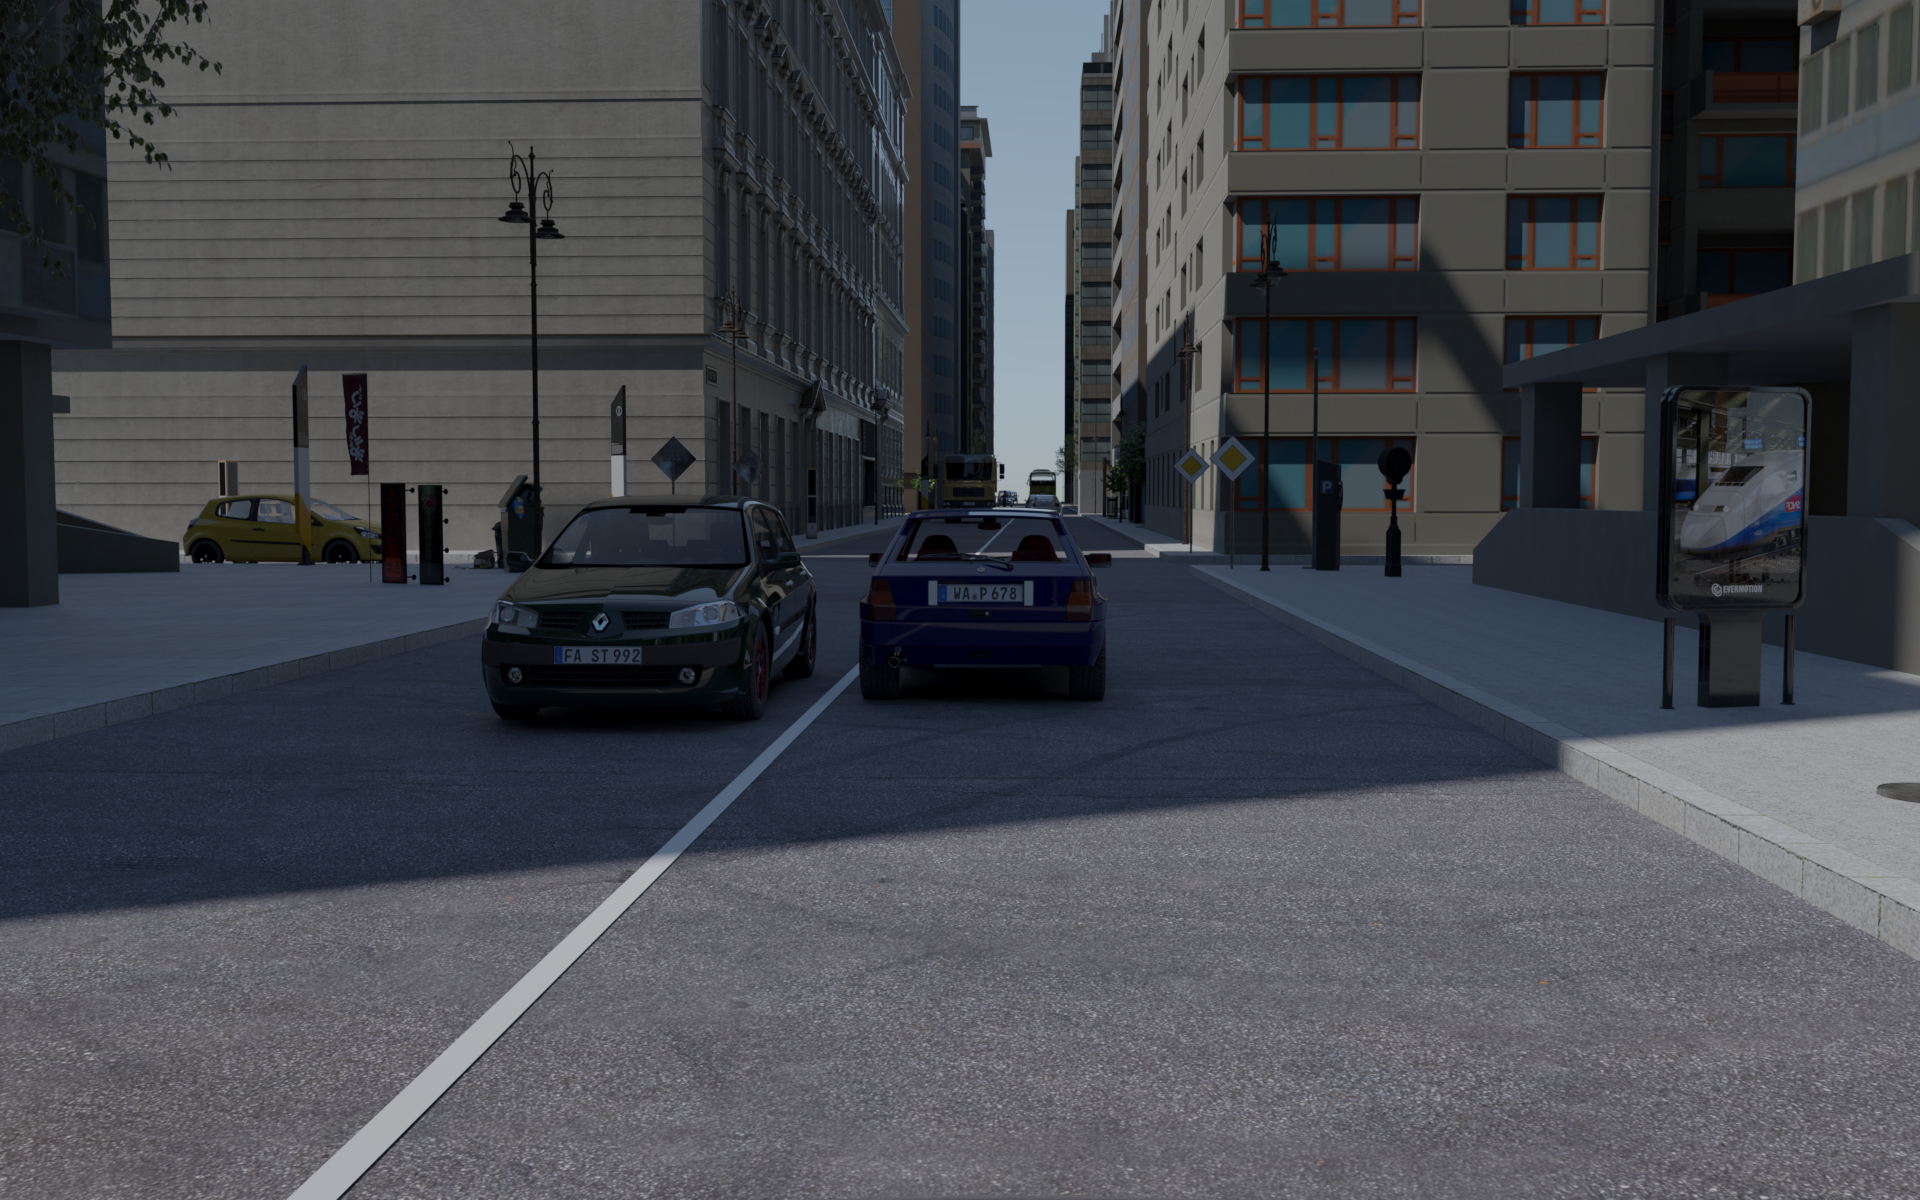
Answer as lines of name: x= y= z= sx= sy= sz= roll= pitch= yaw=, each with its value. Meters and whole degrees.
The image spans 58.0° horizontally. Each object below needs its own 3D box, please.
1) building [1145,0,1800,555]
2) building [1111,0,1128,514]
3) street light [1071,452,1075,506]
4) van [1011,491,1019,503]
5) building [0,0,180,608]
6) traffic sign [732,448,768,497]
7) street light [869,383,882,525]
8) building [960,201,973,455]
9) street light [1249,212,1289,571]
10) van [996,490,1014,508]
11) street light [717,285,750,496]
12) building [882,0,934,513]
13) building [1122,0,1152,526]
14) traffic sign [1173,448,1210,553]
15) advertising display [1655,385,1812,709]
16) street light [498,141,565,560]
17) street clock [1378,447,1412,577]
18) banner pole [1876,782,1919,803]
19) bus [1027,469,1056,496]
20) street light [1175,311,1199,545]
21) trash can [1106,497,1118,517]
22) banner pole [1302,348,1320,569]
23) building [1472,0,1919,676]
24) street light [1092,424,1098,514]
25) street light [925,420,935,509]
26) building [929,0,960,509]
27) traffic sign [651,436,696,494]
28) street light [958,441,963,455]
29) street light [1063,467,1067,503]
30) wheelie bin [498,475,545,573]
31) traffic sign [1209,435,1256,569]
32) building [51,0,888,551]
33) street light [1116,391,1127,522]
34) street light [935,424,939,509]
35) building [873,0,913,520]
building: x=20.635 y=-12.473 z=48.978 sx=28.899 sy=21.520 sz=27.650 roll=0 pitch=4 yaw=3
building: x=19.998 y=-29.173 z=100.678 sx=21.300 sy=48.544 sz=21.600 roll=0 pitch=4 yaw=3
street light: x=13.152 y=-14.161 z=204.317 sx=0.468 sy=5.910 sz=1.993 roll=0 pitch=4 yaw=3
van: x=8.137 y=-15.940 z=267.637 sx=2.013 sy=2.044 sz=4.112 roll=0 pitch=4 yaw=2
building: x=-21.936 y=-19.684 z=13.707 sx=23.993 sy=40.220 sz=32.217 roll=0 pitch=4 yaw=3
traffic sign: x=-4.612 y=-2.106 z=38.077 sx=0.795 sy=2.450 sz=0.064 roll=0 pitch=4 yaw=3
street light: x=-3.505 y=-6.082 z=72.223 sx=0.468 sy=5.910 sz=1.993 roll=0 pitch=4 yaw=3
building: x=-5.982 y=-24.852 z=178.023 sx=14.160 sy=30.474 sz=14.107 roll=0 pitch=4 yaw=3
street light: x=5.093 y=-3.422 z=28.737 sx=0.468 sy=5.910 sz=1.993 roll=0 pitch=4 yaw=3
van: x=4.794 y=-10.884 z=184.961 sx=2.013 sy=2.044 sz=4.112 roll=0 pitch=4 yaw=1
street light: x=-5.014 y=-4.018 z=38.478 sx=0.468 sy=5.910 sz=1.993 roll=0 pitch=4 yaw=3
building: x=-9.137 y=-28.795 z=120.915 sx=14.600 sy=45.320 sz=14.200 roll=0 pitch=4 yaw=3
building: x=14.346 y=-25.997 z=75.154 sx=14.600 sy=45.320 sz=14.200 roll=0 pitch=4 yaw=3
traffic sign: x=5.021 y=-2.078 z=37.618 sx=0.795 sy=2.450 sz=0.064 roll=0 pitch=4 yaw=3
advertising display: x=4.645 y=-0.318 z=10.411 sx=0.974 sy=1.923 sz=0.123 roll=-1 pitch=4 yaw=-15
street light: x=-5.684 y=-3.081 z=23.159 sx=0.468 sy=5.910 sz=1.993 roll=0 pitch=4 yaw=3
street clock: x=6.723 y=-1.362 z=26.831 sx=0.471 sy=2.002 sz=0.358 roll=-1 pitch=4 yaw=-20
banner pole: x=4.231 y=-1.040 z=7.027 sx=0.401 sy=3.779 sz=0.863 roll=-2 pitch=4 yaw=-32
bus: x=8.044 y=-10.931 z=170.266 sx=2.896 sy=3.916 sz=12.252 roll=0 pitch=4 yaw=2
street light: x=5.731 y=-4.346 z=43.842 sx=0.468 sy=5.910 sz=1.993 roll=0 pitch=4 yaw=3
trash can: x=8.368 y=-5.103 z=95.090 sx=0.748 sy=1.137 sz=0.748 roll=0 pitch=3 yaw=0
banner pole: x=6.132 y=-2.442 z=29.948 sx=0.401 sy=3.779 sz=0.863 roll=1 pitch=4 yaw=9
building: x=23.124 y=-19.822 z=15.964 sx=32.217 sy=40.220 sz=23.993 roll=0 pitch=4 yaw=3
street light: x=9.229 y=-9.019 z=120.247 sx=0.468 sy=5.910 sz=1.993 roll=0 pitch=4 yaw=3
street light: x=-1.965 y=-8.181 z=106.552 sx=0.468 sy=5.910 sz=1.993 roll=0 pitch=4 yaw=3
building: x=-11.072 y=-36.690 z=141.883 sx=21.231 sy=58.520 sz=28.212 roll=0 pitch=4 yaw=3
traffic sign: x=-4.976 y=-1.618 z=30.100 sx=0.795 sy=2.450 sz=0.064 roll=0 pitch=4 yaw=3
street light: x=0.104 y=-10.763 z=148.756 sx=0.468 sy=5.910 sz=1.993 roll=0 pitch=4 yaw=3
street light: x=16.170 y=-18.289 z=271.815 sx=0.468 sy=5.910 sz=1.993 roll=0 pitch=4 yaw=3
wheelie bin: x=-7.207 y=-1.261 z=28.525 sx=0.693 sy=1.594 sz=0.980 roll=-2 pitch=4 yaw=-27
traffic sign: x=4.657 y=-1.590 z=29.642 sx=0.795 sy=2.450 sz=0.064 roll=0 pitch=4 yaw=3
building: x=-12.633 y=-17.335 z=59.845 sx=17.030 sy=29.872 sz=44.131 roll=0 pitch=4 yaw=3
street light: x=7.257 y=-6.438 z=78.055 sx=0.468 sy=5.910 sz=1.993 roll=0 pitch=4 yaw=3
street light: x=-1.565 y=-8.699 z=115.018 sx=0.468 sy=5.910 sz=1.993 roll=0 pitch=4 yaw=3
building: x=-9.871 y=-18.712 z=91.852 sx=13.634 sy=28.700 sz=20.117 roll=0 pitch=4 yaw=3
